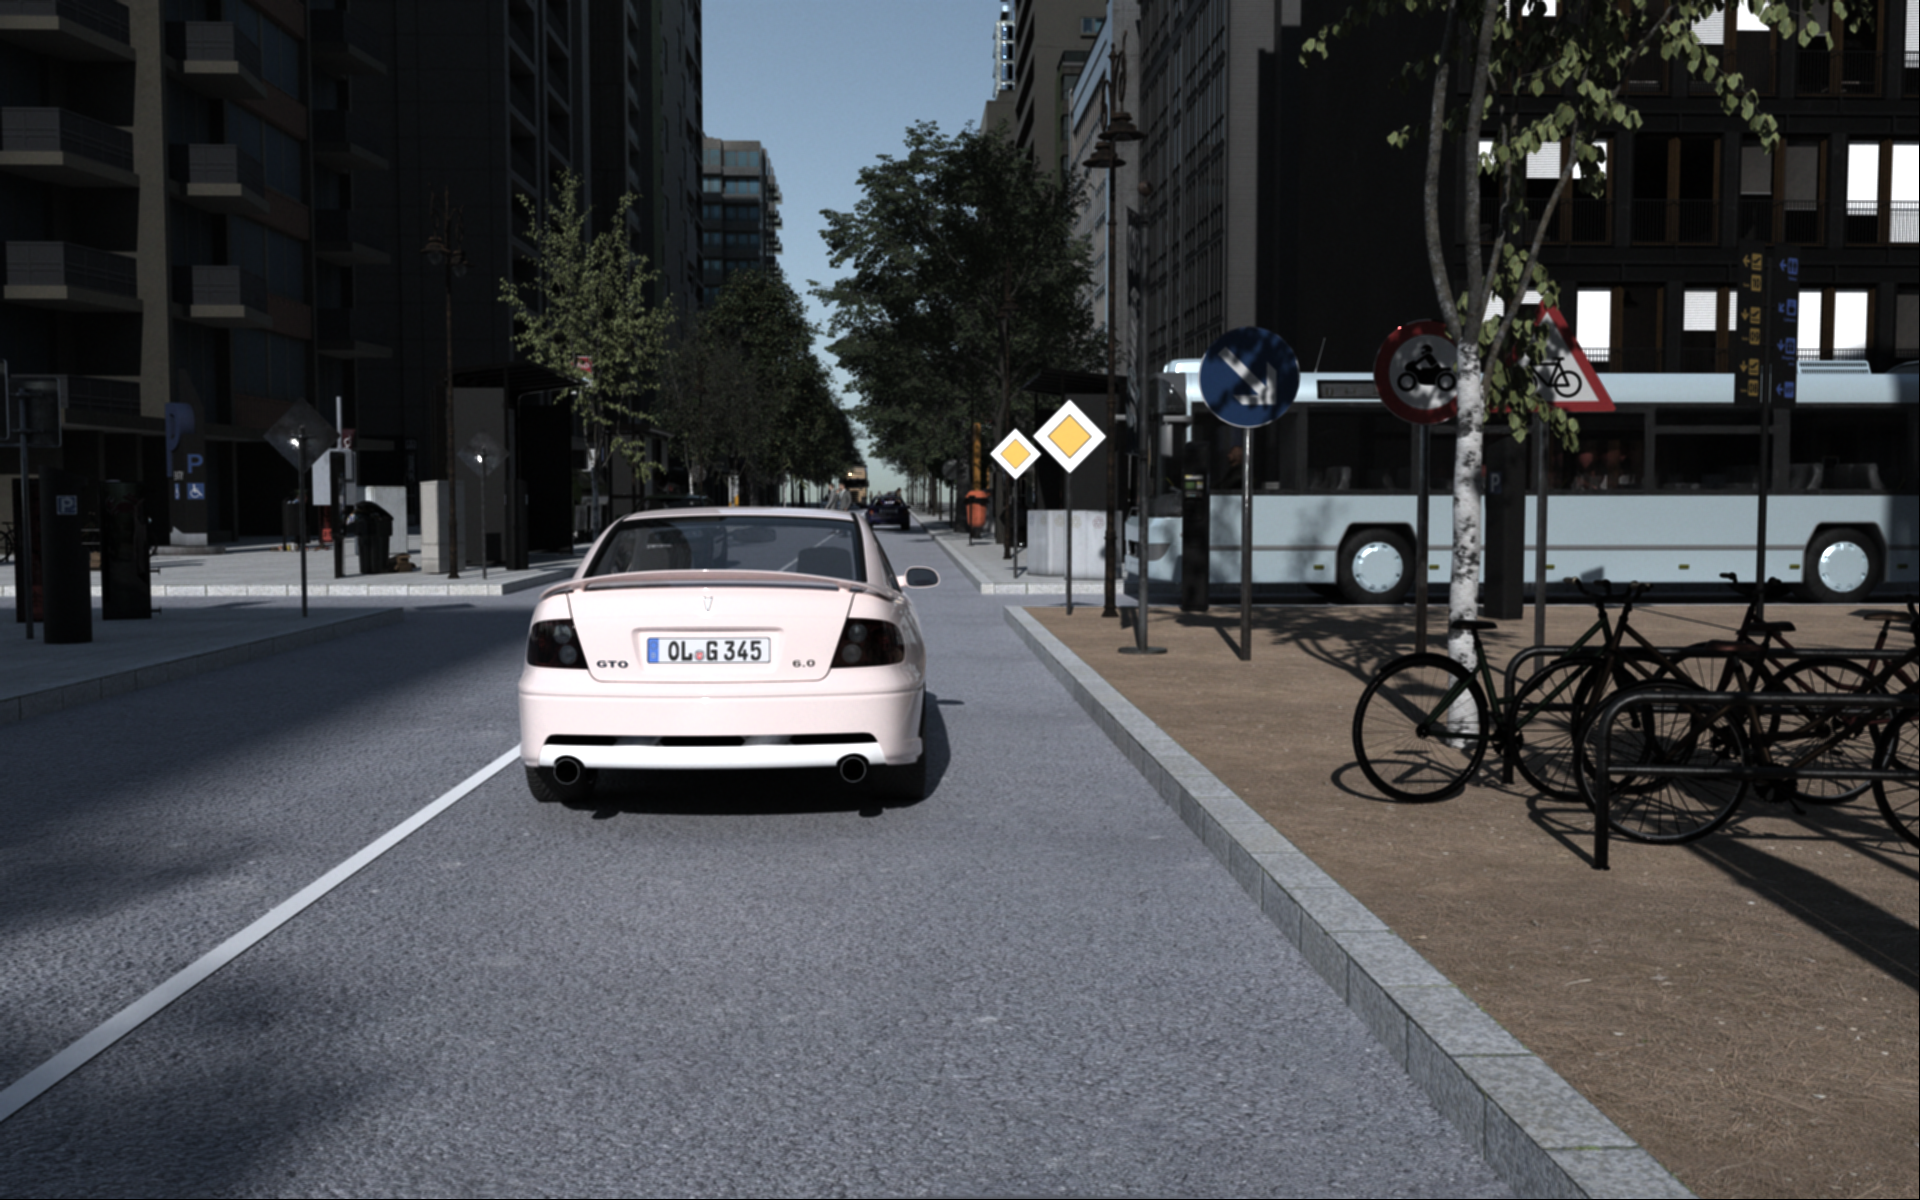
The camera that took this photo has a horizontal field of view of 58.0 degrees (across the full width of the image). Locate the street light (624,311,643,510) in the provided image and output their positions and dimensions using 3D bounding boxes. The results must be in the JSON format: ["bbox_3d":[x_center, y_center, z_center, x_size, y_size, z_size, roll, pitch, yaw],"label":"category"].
[{"bbox_3d":[-8.237,-4.334,43.651,0.468,5.910,1.993,0,4,-2],"label":"street light"}]

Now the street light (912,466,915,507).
[{"bbox_3d":[-3.976,-11.453,160.044,0.468,5.910,1.993,0,4,-2],"label":"street light"}]

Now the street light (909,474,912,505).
[{"bbox_3d":[-4.725,-12.514,177.399,0.468,5.910,1.993,0,4,-2],"label":"street light"}]

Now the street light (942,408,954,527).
[{"bbox_3d":[-0.333,-5.795,67.544,0.468,5.910,1.993,0,4,-2],"label":"street light"}]

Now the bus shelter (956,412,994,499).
[{"bbox_3d":[0.718,-6.413,82.479,2.179,5.291,8.768,0,4,-2],"label":"bus shelter"}]

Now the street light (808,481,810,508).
[{"bbox_3d":[-11.873,-9.991,136.140,0.468,5.910,1.993,0,4,-2],"label":"street light"}]

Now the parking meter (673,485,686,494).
[{"bbox_3d":[-8.112,-2.551,50.113,0.372,1.533,0.369,0,3,0],"label":"parking meter"}]

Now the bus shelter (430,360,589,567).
[{"bbox_3d":[-8.534,-2.574,33.371,1.731,3.624,6.357,0,4,-2],"label":"bus shelter"}]

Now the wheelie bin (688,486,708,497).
[{"bbox_3d":[-10.513,-3.755,69.304,0.980,1.594,0.693,0,4,-3],"label":"wheelie bin"}]

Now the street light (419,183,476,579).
[{"bbox_3d":[-7.695,-3.264,26.147,0.468,5.910,1.993,0,4,-2],"label":"street light"}]

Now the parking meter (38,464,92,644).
[{"bbox_3d":[-7.717,-0.400,14.943,0.372,1.533,0.369,0,3,0],"label":"parking meter"}]

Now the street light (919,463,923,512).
[{"bbox_3d":[-2.673,-9.419,126.793,0.468,5.910,1.993,0,4,-2],"label":"street light"}]

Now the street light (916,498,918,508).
[{"bbox_3d":[-3.290,-10.435,143.392,0.468,5.910,1.993,0,4,-2],"label":"street light"}]

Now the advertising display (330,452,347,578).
[{"bbox_3d":[-9.580,-1.315,26.710,0.123,1.923,0.974,-1,4,-13],"label":"advertising display"}]

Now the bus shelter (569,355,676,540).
[{"bbox_3d":[-10.321,-4.601,52.864,2.179,5.291,8.768,0,4,-2],"label":"bus shelter"}]

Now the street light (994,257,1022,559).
[{"bbox_3d":[0.936,-3.746,34.029,0.468,5.910,1.993,0,4,-2],"label":"street light"}]

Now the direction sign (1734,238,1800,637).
[{"bbox_3d":[7.273,-1.447,15.660,0.876,3.537,0.379,-2,4,-32],"label":"direction sign"}]

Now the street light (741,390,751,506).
[{"bbox_3d":[-9.578,-6.387,77.218,0.468,5.910,1.993,0,4,-2],"label":"street light"}]

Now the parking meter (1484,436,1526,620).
[{"bbox_3d":[5.602,-0.741,17.820,0.255,1.863,0.399,-1,4,-16],"label":"parking meter"}]

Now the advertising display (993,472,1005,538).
[{"bbox_3d":[1.196,-2.792,50.856,0.123,1.923,0.974,1,4,22],"label":"advertising display"}]

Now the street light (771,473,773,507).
[{"bbox_3d":[-10.189,-7.403,93.819,0.468,5.910,1.993,0,4,-2],"label":"street light"}]

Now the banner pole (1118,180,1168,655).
[{"bbox_3d":[1.406,-1.449,13.704,0.401,3.779,0.863,1,4,19],"label":"banner pole"}]

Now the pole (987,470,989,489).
[{"bbox_3d":[1.487,-6.132,94.104,0.158,3.312,0.155,0,3,0],"label":"pole"}]

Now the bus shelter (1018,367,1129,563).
[{"bbox_3d":[2.261,-2.688,35.230,1.731,3.624,6.357,0,4,-2],"label":"bus shelter"}]

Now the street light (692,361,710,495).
[{"bbox_3d":[-9.008,-5.349,60.244,0.468,5.910,1.993,0,4,-2],"label":"street light"}]

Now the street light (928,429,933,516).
[{"bbox_3d":[-1.540,-7.842,101.012,0.468,5.910,1.993,0,4,-2],"label":"street light"}]

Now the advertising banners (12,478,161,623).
[{"bbox_3d":[-9.161,-1.291,17.291,2.074,3.025,0.090,-2,4,-28],"label":"advertising banners"}]

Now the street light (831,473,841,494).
[{"bbox_3d":[-14.524,-14.053,202.547,0.468,5.910,1.993,0,4,-2],"label":"street light"}]

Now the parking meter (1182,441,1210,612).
[{"bbox_3d":[2.590,-0.813,19.005,0.255,1.863,0.399,1,4,16],"label":"parking meter"}]

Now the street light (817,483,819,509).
[{"bbox_3d":[-12.531,-11.006,152.737,0.468,5.910,1.993,0,4,-2],"label":"street light"}]

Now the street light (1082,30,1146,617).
[{"bbox_3d":[1.569,-2.761,17.925,0.468,5.910,1.993,0,4,-2],"label":"street light"}]

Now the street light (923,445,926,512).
[{"bbox_3d":[-1.934,-8.357,109.420,0.468,5.910,1.993,0,4,-2],"label":"street light"}]

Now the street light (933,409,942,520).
[{"bbox_3d":[-0.956,-6.827,84.411,0.468,5.910,1.993,0,4,-2],"label":"street light"}]

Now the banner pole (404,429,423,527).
[{"bbox_3d":[-20.980,-4.696,66.789,0.863,3.779,0.401,-1,4,-17],"label":"banner pole"}]

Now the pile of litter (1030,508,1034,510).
[{"bbox_3d":[2.408,-2.508,54.965,1.176,0.858,1.719,-2,4,-34],"label":"pile of litter"}]

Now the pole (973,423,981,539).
[{"bbox_3d":[0.489,-3.417,49.717,0.158,3.312,0.155,0,3,0],"label":"pole"}]

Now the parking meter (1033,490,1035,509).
[{"bbox_3d":[3.731,-4.617,83.896,0.372,1.533,0.369,0,3,0],"label":"parking meter"}]

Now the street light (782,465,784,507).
[{"bbox_3d":[-10.507,-7.943,102.653,0.468,5.910,1.993,0,4,-2],"label":"street light"}]

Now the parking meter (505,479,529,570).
[{"bbox_3d":[-7.503,-1.278,29.307,0.372,1.533,0.369,0,3,0],"label":"parking meter"}]

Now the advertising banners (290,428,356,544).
[{"bbox_3d":[-16.614,-3.003,45.292,0.090,3.025,2.074,2,4,31],"label":"advertising banners"}]

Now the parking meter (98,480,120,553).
[{"bbox_3d":[-14.934,-1.349,30.469,0.372,1.533,0.369,0,3,0],"label":"parking meter"}]

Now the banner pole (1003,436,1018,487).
[{"bbox_3d":[2.090,-5.058,72.714,0.863,3.779,0.401,2,4,25],"label":"banner pole"}]

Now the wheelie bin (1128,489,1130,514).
[{"bbox_3d":[6.729,-3.914,71.894,0.980,1.594,0.693,-3,4,-37],"label":"wheelie bin"}]

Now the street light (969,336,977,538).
[{"bbox_3d":[0.364,-4.771,50.798,0.468,5.910,1.993,0,4,-2],"label":"street light"}]
